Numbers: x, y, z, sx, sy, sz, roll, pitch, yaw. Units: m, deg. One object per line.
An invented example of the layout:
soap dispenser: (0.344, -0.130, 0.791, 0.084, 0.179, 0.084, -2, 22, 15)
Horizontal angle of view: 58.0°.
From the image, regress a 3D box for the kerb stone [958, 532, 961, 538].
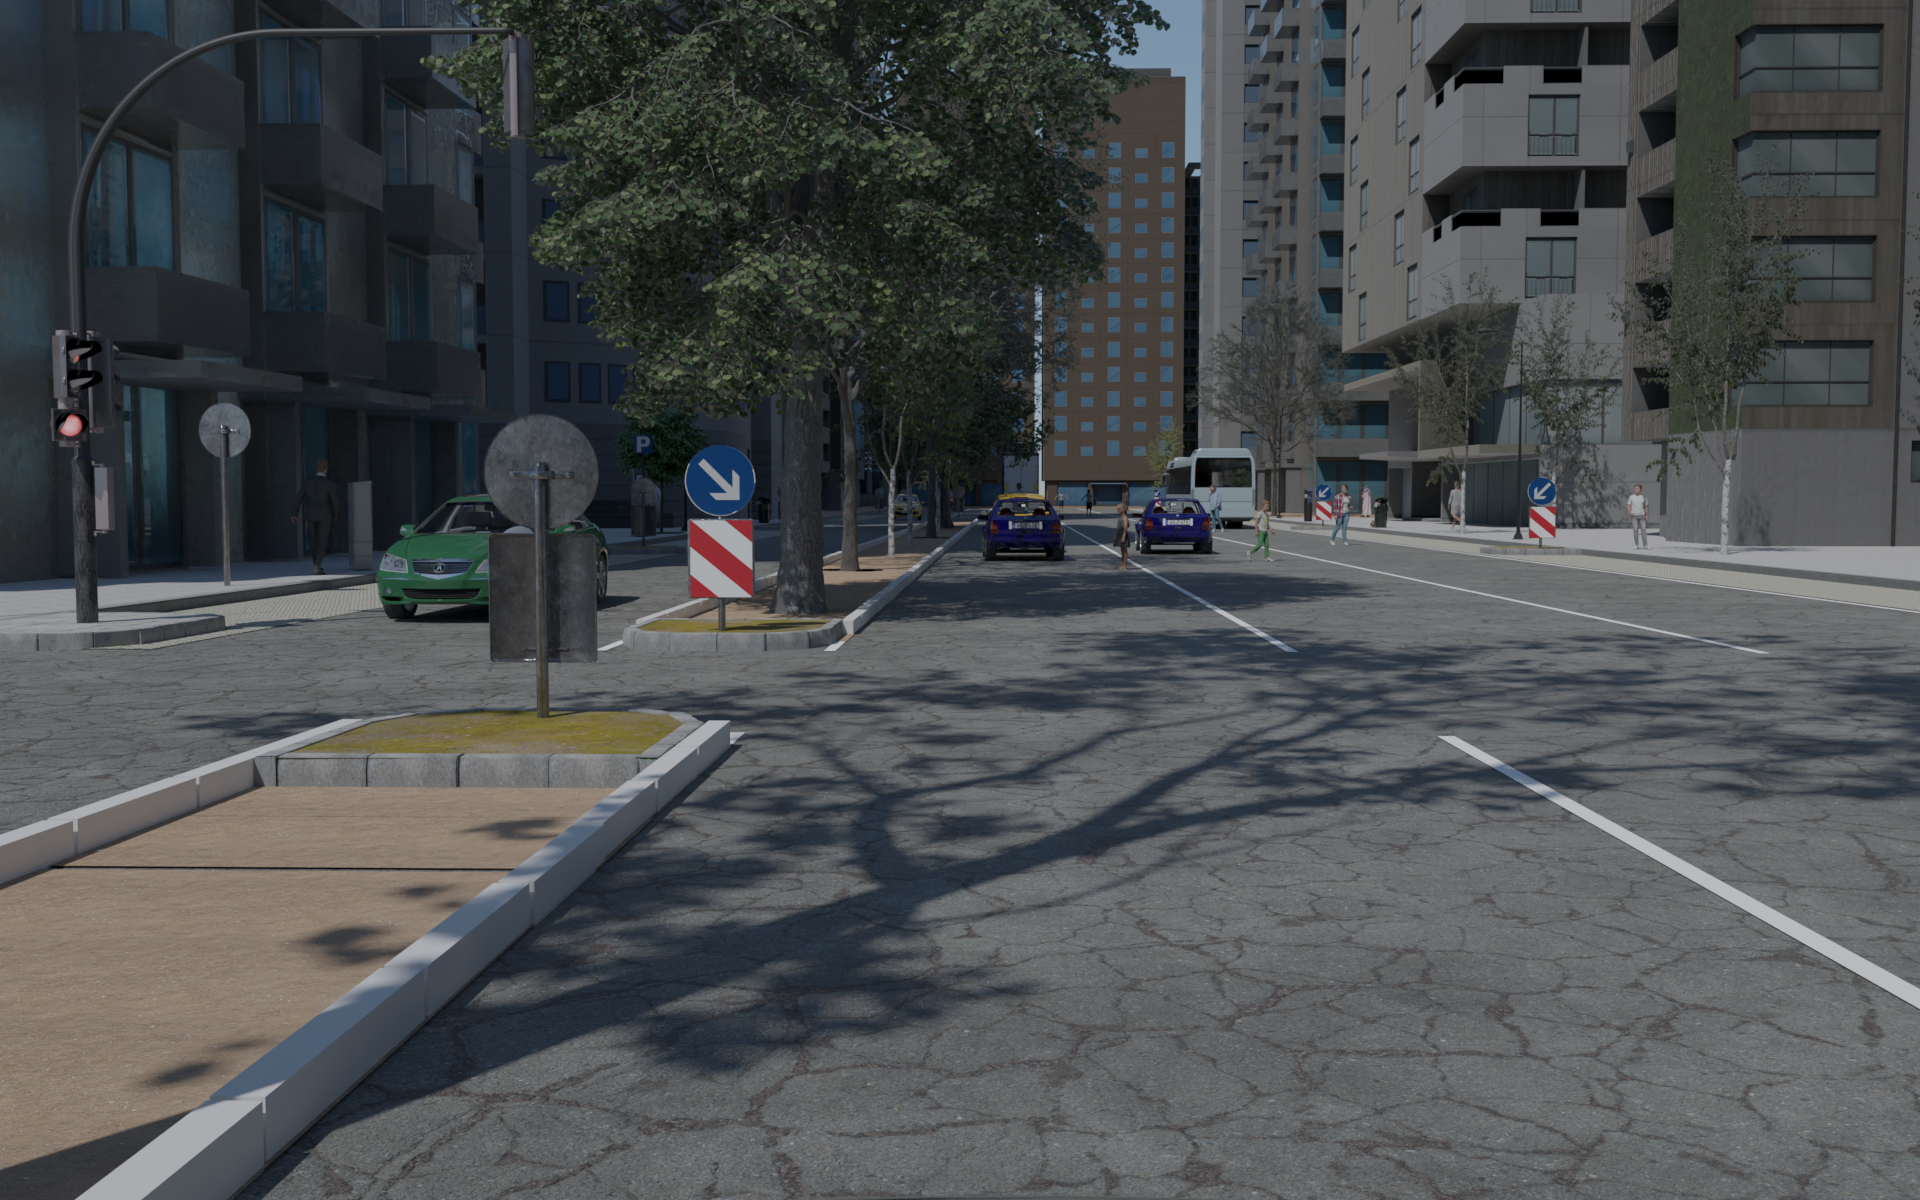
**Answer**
kerb stone: (-0.112, -1.945, 54.000, 0.120, 0.150, 1.000, 0, 4, 2)

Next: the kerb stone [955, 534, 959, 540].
kerb stone: (-0.168, -1.820, 51.950, 0.120, 0.150, 1.000, 0, 4, 2)

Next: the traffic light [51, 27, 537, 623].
traffic light: (-6.583, -2.596, 17.107, 4.771, 5.953, 1.251, 0, 4, 2)

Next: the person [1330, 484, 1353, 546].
person: (10.660, -2.384, 48.317, 0.563, 1.720, 0.643, -1, 4, -18)

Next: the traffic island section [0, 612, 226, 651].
traffic island section: (-8.716, 0.307, 17.267, 2.009, 0.180, 2.903, 0, 4, 2)

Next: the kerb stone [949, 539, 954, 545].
kerb stone: (-0.317, -1.503, 46.813, 0.120, 0.150, 1.000, 0, 4, 2)

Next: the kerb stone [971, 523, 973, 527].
kerb stone: (0.345, -2.948, 70.394, 0.120, 0.150, 1.000, 0, 4, 2)

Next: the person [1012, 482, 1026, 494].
person: (1.861, -2.841, 55.143, 0.606, 1.804, 0.583, 0, 4, -4)

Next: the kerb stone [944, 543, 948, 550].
kerb stone: (-0.436, -1.255, 42.721, 0.120, 0.150, 1.000, 0, 4, 2)

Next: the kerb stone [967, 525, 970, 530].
kerb stone: (0.202, -2.634, 65.268, 0.120, 0.150, 1.000, 0, 4, 2)

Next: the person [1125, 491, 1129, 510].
person: (14.535, -8.647, 150.800, 0.530, 1.710, 0.541, 0, 4, -7)

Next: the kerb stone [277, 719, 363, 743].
kerb stone: (-3.477, 0.785, 9.387, 0.120, 0.150, 1.000, 0, 4, 2)

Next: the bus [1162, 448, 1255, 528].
bus: (10.810, -4.978, 76.256, 2.948, 3.499, 13.247, 0, 4, 2)

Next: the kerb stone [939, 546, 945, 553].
kerb stone: (-0.493, -1.129, 40.676, 0.120, 0.150, 1.000, 0, 4, 2)

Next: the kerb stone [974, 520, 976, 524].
kerb stone: (0.528, -3.324, 76.546, 0.120, 0.150, 1.000, 0, 4, 2)

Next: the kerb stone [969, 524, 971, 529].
kerb stone: (0.268, -2.760, 67.320, 0.120, 0.150, 1.000, 0, 4, 2)

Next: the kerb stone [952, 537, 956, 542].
kerb stone: (-0.254, -1.626, 48.866, 0.120, 0.150, 1.000, 0, 4, 2)

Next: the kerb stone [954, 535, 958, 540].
kerb stone: (-0.195, -1.757, 50.923, 0.120, 0.150, 1.000, 0, 4, 2)

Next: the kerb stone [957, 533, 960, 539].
kerb stone: (-0.145, -1.880, 52.972, 0.120, 0.150, 1.000, 0, 4, 2)

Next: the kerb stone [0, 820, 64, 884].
kerb stone: (-3.559, 0.972, 6.311, 0.120, 0.150, 1.000, 0, 4, 2)

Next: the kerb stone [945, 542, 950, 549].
kerb stone: (-0.403, -1.317, 43.743, 0.120, 0.150, 1.000, 0, 4, 2)

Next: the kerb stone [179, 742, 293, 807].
kerb stone: (-3.499, 0.846, 8.365, 0.120, 0.150, 1.000, 0, 4, 2)

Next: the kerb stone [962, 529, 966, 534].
kerb stone: (0.036, -2.254, 59.119, 0.120, 0.150, 1.000, 0, 4, 2)

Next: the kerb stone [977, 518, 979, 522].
kerb stone: (0.752, -3.822, 84.744, 0.120, 0.150, 1.000, 0, 4, 2)

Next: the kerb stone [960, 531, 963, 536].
kerb stone: (-0.056, -2.069, 56.053, 0.120, 0.150, 1.000, 0, 4, 2)

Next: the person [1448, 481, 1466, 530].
person: (17.796, -3.374, 61.956, 0.466, 1.731, 0.760, -3, 5, -41)

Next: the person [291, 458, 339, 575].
person: (-10.189, -1.329, 27.548, 0.659, 1.850, 0.755, 0, 4, -1)

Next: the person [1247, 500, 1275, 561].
person: (6.414, -1.477, 36.896, 0.590, 1.304, 0.306, 2, 4, 27)

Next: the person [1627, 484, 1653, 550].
person: (15.730, -1.921, 40.043, 0.503, 1.515, 0.523, -1, 4, -13)

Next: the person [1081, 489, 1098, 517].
person: (8.198, -6.133, 109.557, 1.217, 1.735, 0.721, 2, 4, 31)

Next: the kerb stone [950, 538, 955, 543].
kerb stone: (-0.292, -1.568, 47.835, 0.120, 0.150, 1.000, 0, 4, 2)

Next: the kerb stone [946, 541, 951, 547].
kerb stone: (-0.368, -1.373, 44.767, 0.120, 0.150, 1.000, 0, 4, 2)

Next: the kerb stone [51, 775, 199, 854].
kerb stone: (-3.531, 0.908, 7.343, 0.120, 0.150, 1.000, 0, 4, 2)

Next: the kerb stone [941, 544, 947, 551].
kerb stone: (-0.460, -1.193, 41.698, 0.120, 0.150, 1.000, 0, 4, 2)

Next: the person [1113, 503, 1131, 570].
person: (3.058, -1.203, 32.832, 0.373, 1.253, 0.362, -1, 4, -13)

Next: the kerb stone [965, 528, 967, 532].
kerb stone: (0.088, -2.381, 61.170, 0.120, 0.150, 1.000, 0, 4, 2)

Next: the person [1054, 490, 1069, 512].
person: (8.137, -7.919, 138.771, 1.217, 1.735, 0.721, 0, 4, -7)

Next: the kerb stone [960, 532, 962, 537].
kerb stone: (-0.085, -2.008, 55.022, 0.120, 0.150, 1.000, 0, 4, 2)

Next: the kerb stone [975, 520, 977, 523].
kerb stone: (0.582, -3.449, 78.591, 0.120, 0.150, 1.000, 0, 4, 2)

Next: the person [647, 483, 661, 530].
person: (-10.797, -3.377, 61.488, 0.478, 1.798, 0.641, 3, 5, 40)

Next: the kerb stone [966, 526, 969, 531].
kerb stone: (0.148, -2.509, 63.217, 0.120, 0.150, 1.000, 0, 4, 2)

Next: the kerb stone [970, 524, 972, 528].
kerb stone: (0.297, -2.823, 68.349, 0.120, 0.150, 1.000, 0, 4, 2)

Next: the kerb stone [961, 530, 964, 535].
kerb stone: (-0.029, -2.130, 57.075, 0.120, 0.150, 1.000, 0, 4, 2)

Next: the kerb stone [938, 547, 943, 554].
kerb stone: (-0.520, -1.065, 39.648, 0.120, 0.150, 1.000, 0, 4, 2)

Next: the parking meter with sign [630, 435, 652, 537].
parking meter with sign: (-9.624, -3.411, 52.038, 0.543, 3.016, 1.738, -1, 4, -18)

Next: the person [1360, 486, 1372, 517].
person: (22.321, -5.410, 95.158, 0.621, 1.740, 0.551, 2, 4, 33)

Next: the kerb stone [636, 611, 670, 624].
kerb stone: (-3.228, 0.248, 18.151, 0.120, 0.150, 1.000, 0, 4, 2)

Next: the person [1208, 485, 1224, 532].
person: (9.719, -3.481, 65.674, 0.793, 1.790, 0.793, 1, 4, 21)

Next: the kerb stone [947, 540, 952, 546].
kerb stone: (-0.353, -1.442, 45.790, 0.120, 0.150, 1.000, 0, 4, 2)

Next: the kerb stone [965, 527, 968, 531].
kerb stone: (0.120, -2.446, 62.195, 0.120, 0.150, 1.000, 0, 4, 2)

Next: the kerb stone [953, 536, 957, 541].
kerb stone: (-0.231, -1.694, 49.900, 0.120, 0.150, 1.000, 0, 4, 2)

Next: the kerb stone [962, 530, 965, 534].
kerb stone: (-0.004, -2.192, 58.098, 0.120, 0.150, 1.000, 0, 4, 2)

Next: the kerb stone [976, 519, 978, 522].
kerb stone: (0.642, -3.574, 80.635, 0.120, 0.150, 1.000, 0, 4, 2)
